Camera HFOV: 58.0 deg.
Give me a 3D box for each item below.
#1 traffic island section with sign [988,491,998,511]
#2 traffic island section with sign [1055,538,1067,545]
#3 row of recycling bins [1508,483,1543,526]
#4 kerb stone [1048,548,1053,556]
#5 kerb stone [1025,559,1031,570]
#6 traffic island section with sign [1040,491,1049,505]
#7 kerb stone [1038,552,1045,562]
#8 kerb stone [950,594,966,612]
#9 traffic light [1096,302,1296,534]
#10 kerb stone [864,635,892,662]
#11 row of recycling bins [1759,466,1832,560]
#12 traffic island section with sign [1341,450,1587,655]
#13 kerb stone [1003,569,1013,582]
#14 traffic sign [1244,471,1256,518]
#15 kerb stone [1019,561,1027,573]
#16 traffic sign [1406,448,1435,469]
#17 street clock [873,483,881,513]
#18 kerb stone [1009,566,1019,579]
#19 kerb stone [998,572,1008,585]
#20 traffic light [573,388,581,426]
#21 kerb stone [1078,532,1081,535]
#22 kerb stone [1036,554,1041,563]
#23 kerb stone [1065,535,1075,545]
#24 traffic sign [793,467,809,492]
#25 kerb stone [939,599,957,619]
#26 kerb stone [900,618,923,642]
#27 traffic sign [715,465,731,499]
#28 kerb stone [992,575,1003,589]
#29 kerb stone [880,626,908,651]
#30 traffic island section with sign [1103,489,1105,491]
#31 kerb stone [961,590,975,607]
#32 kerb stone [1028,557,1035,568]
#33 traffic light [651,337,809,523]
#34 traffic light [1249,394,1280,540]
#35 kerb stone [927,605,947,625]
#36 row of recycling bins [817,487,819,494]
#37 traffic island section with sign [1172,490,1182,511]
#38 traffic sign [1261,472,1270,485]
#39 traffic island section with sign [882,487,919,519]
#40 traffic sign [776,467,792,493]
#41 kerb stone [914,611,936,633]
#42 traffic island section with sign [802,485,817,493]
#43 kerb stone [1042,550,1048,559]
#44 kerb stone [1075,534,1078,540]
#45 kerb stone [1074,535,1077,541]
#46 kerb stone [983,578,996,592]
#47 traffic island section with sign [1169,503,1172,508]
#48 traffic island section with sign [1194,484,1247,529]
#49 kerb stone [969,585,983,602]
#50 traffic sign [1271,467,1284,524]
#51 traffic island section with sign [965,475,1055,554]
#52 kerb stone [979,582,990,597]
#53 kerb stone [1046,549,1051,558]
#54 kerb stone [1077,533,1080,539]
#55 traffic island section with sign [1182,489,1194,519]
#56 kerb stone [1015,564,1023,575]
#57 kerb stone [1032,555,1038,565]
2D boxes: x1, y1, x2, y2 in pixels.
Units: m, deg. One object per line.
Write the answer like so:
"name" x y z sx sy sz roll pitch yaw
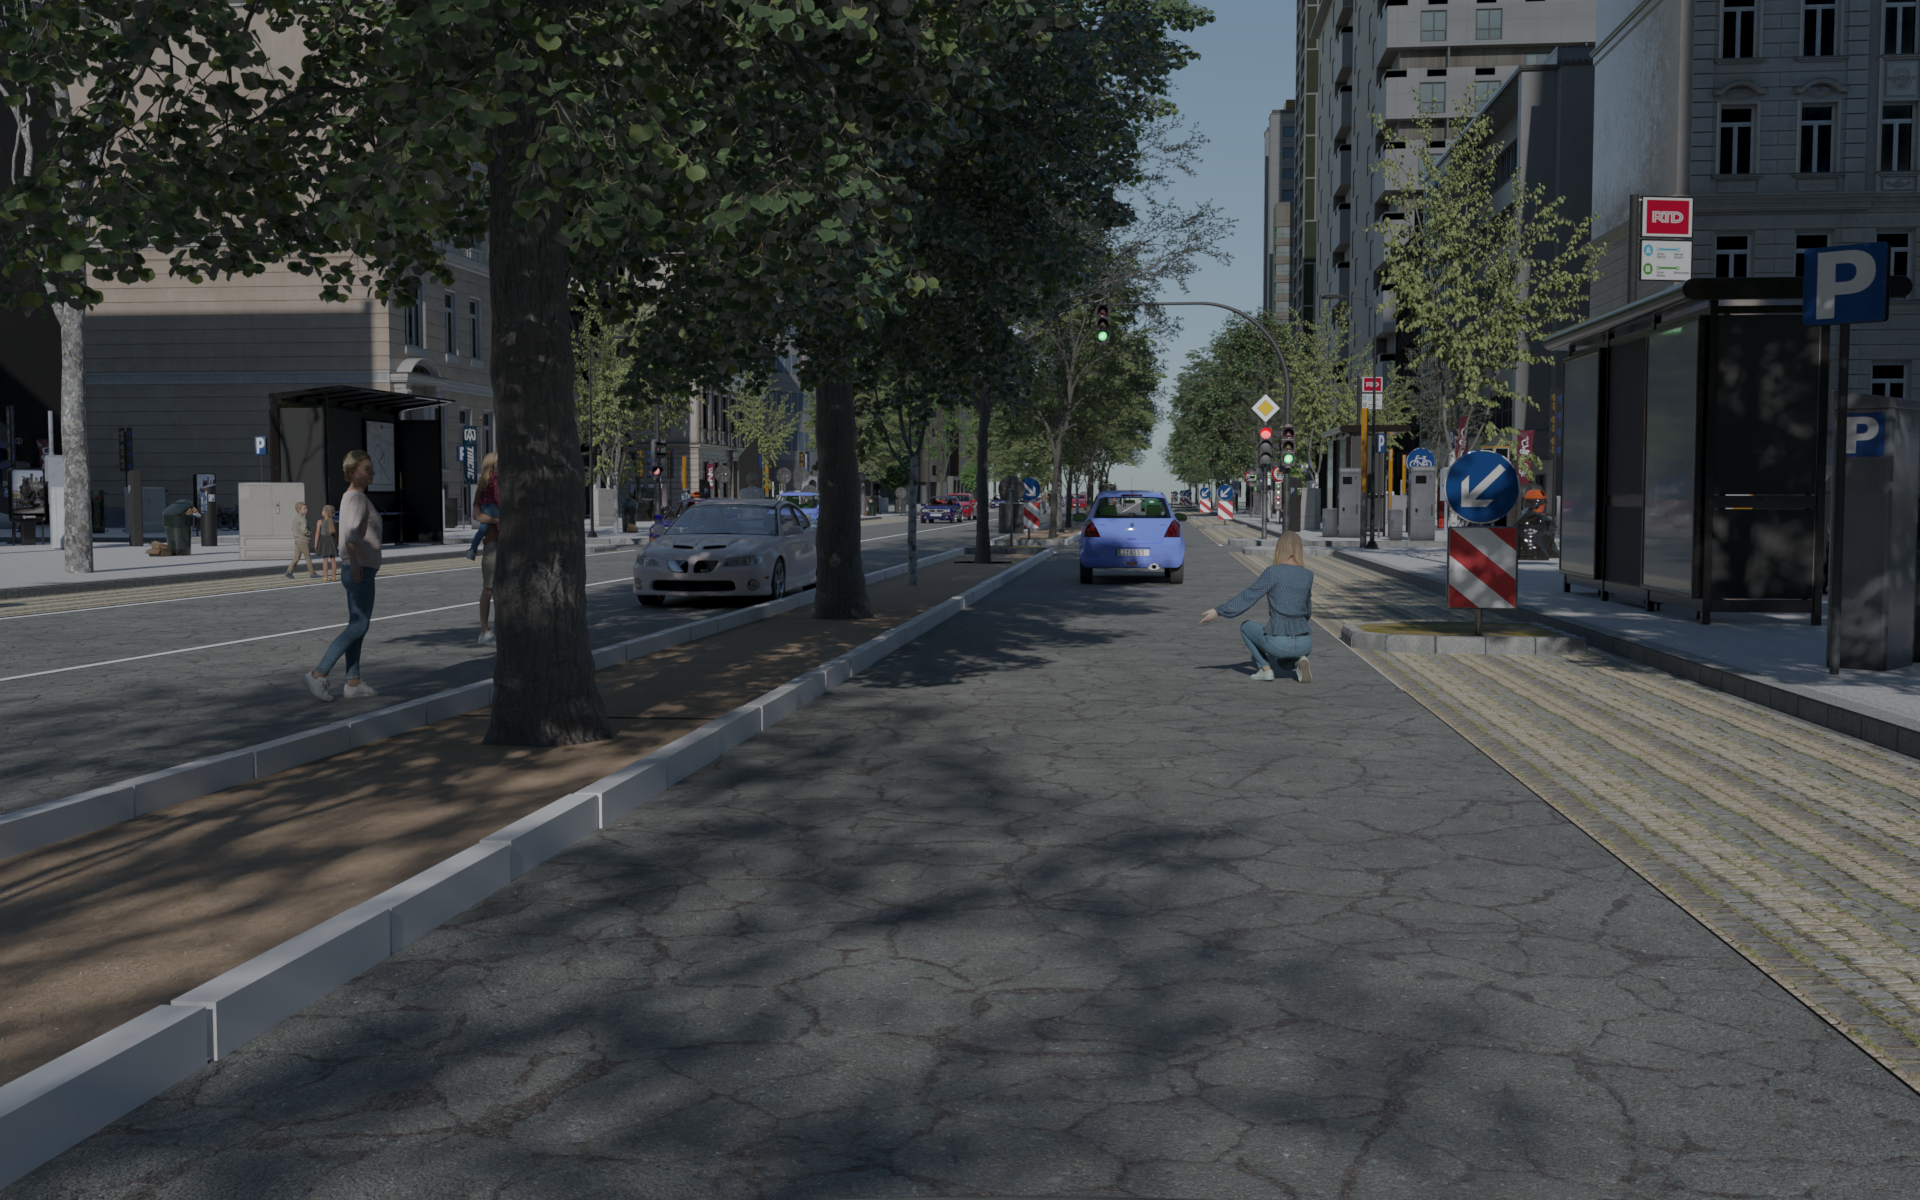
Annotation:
"traffic island section with sign" 2.230 -8.664 150.289 1.989 1.847 2.006 0 4 6
"traffic island section with sign" 2.018 -2.517 49.286 2.006 1.907 1.989 0 4 6
"row of recycling bins" 20.116 -3.427 63.148 3.534 1.692 1.069 -3 5 -40
"kerb stone" 1.984 -1.058 39.502 0.120 0.150 1.000 0 4 6
"kerb stone" 1.183 -0.621 32.368 0.120 0.150 1.000 0 4 6
"traffic island section with sign" 11.336 -13.647 231.750 1.989 1.847 2.006 0 4 6
"kerb stone" 1.642 -0.872 36.450 0.120 0.150 1.000 0 4 6
"kerb stone" -0.069 0.063 21.172 0.120 0.150 1.000 0 4 6
"traffic light" 5.595 -4.053 40.938 4.771 5.953 1.251 0 4 6
"kerb stone" -0.750 0.440 15.071 0.120 0.150 1.000 0 4 6
"row of recycling bins" 12.697 -1.131 25.613 1.069 1.692 3.534 0 4 8
"traffic island section with sign" 4.663 -0.471 16.335 1.989 1.847 2.006 0 4 6
"kerb stone" 0.731 -0.373 28.301 0.120 0.150 1.000 0 4 6
"traffic sign" 15.845 -5.763 94.333 0.768 2.556 0.104 1 4 15
"kerb stone" 1.076 -0.560 31.351 0.120 0.150 1.000 0 4 6
"traffic sign" 12.740 -2.927 47.971 0.768 2.556 0.104 0 4 8
"street clock" -5.409 -6.645 113.220 0.471 2.002 0.358 3 5 41
"kerb stone" 0.852 -0.436 29.316 0.120 0.150 1.000 0 4 6
"kerb stone" 0.617 -0.305 27.285 0.120 0.150 1.000 0 4 6
"traffic light" -9.722 -3.293 42.768 0.839 4.253 0.868 0 4 6
"kerb stone" 3.644 -1.961 54.370 0.120 0.150 1.000 0 4 6
"kerb stone" 1.522 -0.805 35.427 0.120 0.150 1.000 0 4 6
"kerb stone" 3.185 -1.715 50.301 0.120 0.150 1.000 0 4 6
"traffic sign" -7.403 -4.924 80.615 0.768 2.556 0.104 0 4 8
"kerb stone" -0.178 0.125 20.155 0.120 0.150 1.000 0 4 6
"kerb stone" -0.519 0.318 17.108 0.120 0.150 1.000 0 4 6
"traffic sign" -10.503 -4.677 76.582 0.768 2.556 0.104 1 4 14
"kerb stone" 0.508 -0.249 26.268 0.120 0.150 1.000 0 4 6
"kerb stone" -0.639 0.374 16.088 0.120 0.150 1.000 0 4 6
"traffic island section with sign" 10.348 -7.084 123.963 2.006 1.907 1.989 0 4 6
"kerb stone" 0.049 0.004 22.189 0.120 0.150 1.000 0 4 6
"kerb stone" 1.298 -0.682 33.384 0.120 0.150 1.000 0 4 6
"traffic light" -6.747 -4.639 50.508 4.771 5.953 1.251 0 4 6
"traffic light" 8.570 -3.661 48.784 0.839 4.253 0.868 0 4 6
"kerb stone" -0.295 0.187 19.140 0.120 0.150 1.000 0 4 6
"row of recycling bins" -7.599 -5.580 98.352 1.069 1.692 3.534 -2 4 -28
"traffic island section with sign" 19.332 -8.513 147.809 1.989 1.847 2.006 0 4 6
"traffic sign" 14.087 -4.778 80.253 0.606 2.300 0.079 1 4 11
"traffic island section with sign" -3.408 -5.582 99.897 1.989 1.847 2.006 0 4 6
"traffic sign" -8.441 -5.066 82.940 0.768 2.556 0.104 1 4 15
"kerb stone" -0.404 0.249 18.123 0.120 0.150 1.000 0 4 6
"traffic island section with sign" -6.398 -3.944 73.107 1.989 1.847 2.006 0 4 6
"kerb stone" 1.755 -0.934 37.468 0.120 0.150 1.000 0 4 6
"kerb stone" 3.414 -1.844 52.337 0.120 0.150 1.000 0 4 6
"kerb stone" 3.300 -1.781 51.317 0.120 0.150 1.000 0 4 6
"kerb stone" 0.383 -0.186 25.244 0.120 0.150 1.000 0 4 6
"traffic island section with sign" 22.325 -10.153 174.625 1.989 1.847 2.006 0 4 6
"traffic island section with sign" 10.807 -3.844 71.482 1.989 1.847 2.006 0 4 6
"kerb stone" 0.168 -0.062 23.211 0.120 0.150 1.000 0 4 6
"traffic sign" 13.839 -4.573 74.880 0.768 2.556 0.104 1 4 13
"traffic island section with sign" 1.186 -2.067 41.925 2.006 1.907 1.989 0 4 6
"kerb stone" 0.277 -0.118 24.228 0.120 0.150 1.000 0 4 6
"kerb stone" 1.870 -0.991 38.486 0.120 0.150 1.000 0 4 6
"kerb stone" 3.525 -1.899 53.353 0.120 0.150 1.000 0 4 6
"traffic island section with sign" 13.816 -5.495 98.479 1.989 1.847 2.006 0 4 6
"kerb stone" 0.954 -0.498 30.336 0.120 0.150 1.000 0 4 6
"kerb stone" 1.406 -0.747 34.404 0.120 0.150 1.000 0 4 6
